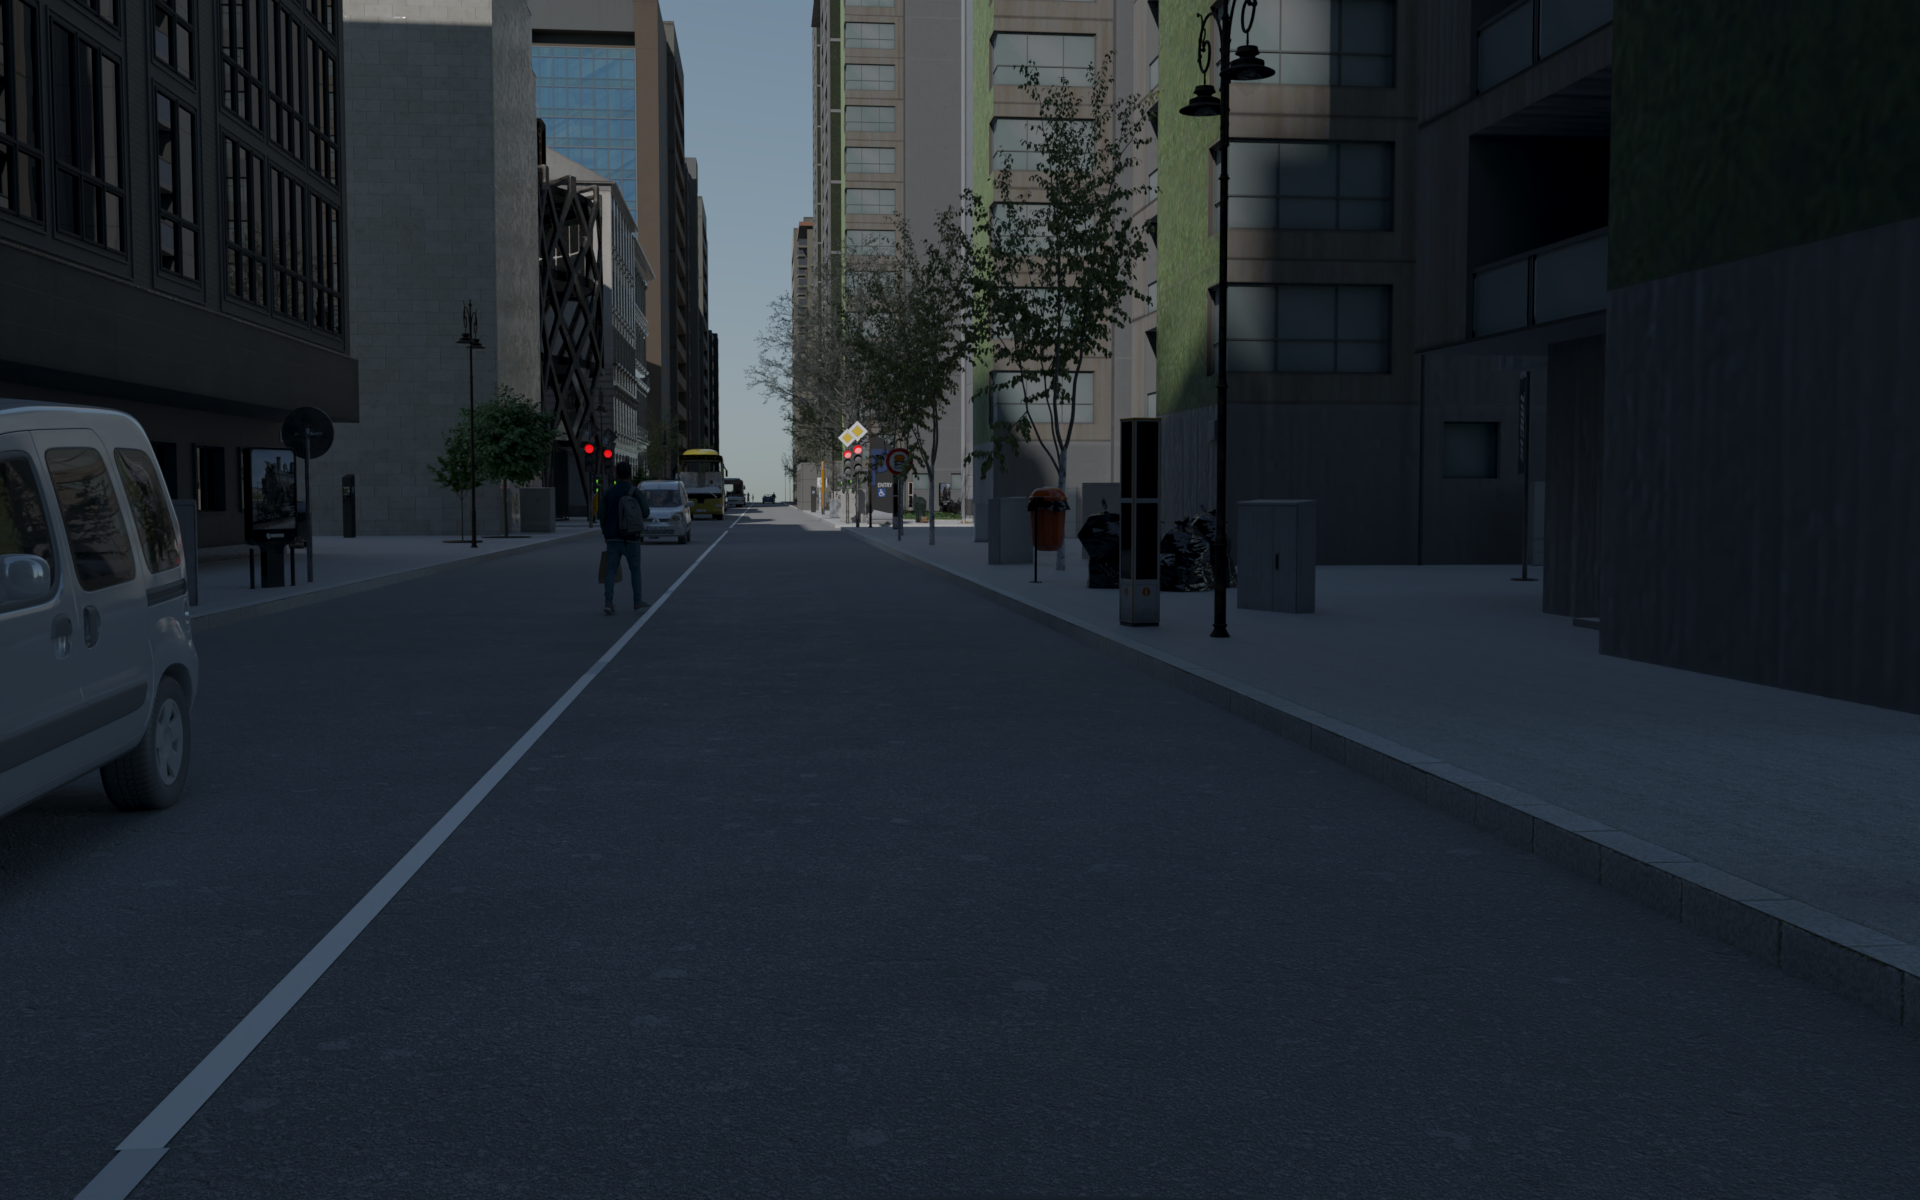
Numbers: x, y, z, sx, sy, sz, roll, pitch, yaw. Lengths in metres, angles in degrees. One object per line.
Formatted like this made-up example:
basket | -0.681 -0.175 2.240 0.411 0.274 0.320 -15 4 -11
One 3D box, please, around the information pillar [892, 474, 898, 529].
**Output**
information pillar | -2.284 -3.574 62.922 0.304 2.012 0.304 0 4 8

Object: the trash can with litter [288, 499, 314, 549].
trash can with litter | -15.672 -1.818 41.117 0.624 1.170 1.055 -1 4 -20

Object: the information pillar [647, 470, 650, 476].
information pillar | -26.093 -9.383 144.774 0.504 3.616 0.183 3 5 42

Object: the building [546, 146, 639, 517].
building | -24.862 -15.613 104.428 9.793 20.994 18.267 0 4 -6

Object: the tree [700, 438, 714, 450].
tree | -33.802 -16.761 224.401 4.737 8.622 4.395 0 3 0

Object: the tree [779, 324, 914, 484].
tree | -6.094 -9.665 92.430 7.601 10.594 8.767 -2 4 -25

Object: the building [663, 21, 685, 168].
building | -38.272 -33.464 170.834 21.300 48.544 21.600 0 4 -6

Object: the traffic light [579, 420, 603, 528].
traffic light | -13.954 -4.681 65.452 0.839 4.253 0.868 0 4 -6

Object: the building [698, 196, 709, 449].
building | -49.667 -39.218 264.909 21.300 48.544 21.600 0 4 -6

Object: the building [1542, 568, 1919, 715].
building | 11.905 -20.276 15.111 14.154 41.232 14.086 0 4 -6

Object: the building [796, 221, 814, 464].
building | -14.486 -37.791 272.500 22.147 44.769 28.867 0 4 -6

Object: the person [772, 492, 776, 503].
person | -28.427 -15.641 264.776 0.990 1.755 0.434 3 4 36

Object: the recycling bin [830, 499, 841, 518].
recycling bin | -6.536 -4.919 92.980 0.722 1.027 0.722 -2 4 -27

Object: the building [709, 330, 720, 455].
building | -48.749 -32.220 298.504 14.160 30.474 14.107 0 4 -6

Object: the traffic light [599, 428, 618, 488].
traffic light | -14.860 -5.166 73.386 0.839 4.253 0.868 0 4 -6

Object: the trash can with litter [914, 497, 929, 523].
trash can with litter | -1.625 -4.001 76.806 0.624 1.170 1.055 -1 4 -23

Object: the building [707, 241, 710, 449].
building | -48.273 -38.735 283.425 14.600 45.320 14.200 0 4 -6

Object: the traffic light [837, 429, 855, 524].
traffic light | -4.865 -5.237 74.538 0.839 4.253 0.868 0 4 -6

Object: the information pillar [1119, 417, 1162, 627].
information pillar | 1.747 -0.753 16.808 0.304 2.012 0.304 -1 4 -21

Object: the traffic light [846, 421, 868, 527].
traffic light | -3.959 -4.751 66.605 0.839 4.253 0.868 0 4 -6

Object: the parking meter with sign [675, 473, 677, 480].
parking meter with sign | -23.463 -9.052 144.258 0.543 3.016 1.738 -1 4 -11

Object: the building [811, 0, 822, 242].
building | 0.341 -35.472 169.213 28.713 52.752 27.495 0 4 -6

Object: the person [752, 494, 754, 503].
person | -34.269 -16.799 286.429 0.557 1.426 1.065 -2 4 -28

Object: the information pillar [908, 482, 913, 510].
information pillar | -3.048 -6.268 106.980 0.304 2.012 0.304 0 4 -5

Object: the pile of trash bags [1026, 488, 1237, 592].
pile of trash bags | 2.278 -0.887 24.250 3.447 1.369 1.912 3 5 43

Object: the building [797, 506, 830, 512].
building | -2.774 -42.842 138.712 20.563 71.187 20.611 0 4 -6

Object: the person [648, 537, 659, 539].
person | -9.817 -2.615 55.541 0.394 1.301 0.425 0 4 7

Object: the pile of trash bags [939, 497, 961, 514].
pile of trash bags | 0.277 -5.765 104.006 3.447 1.369 1.912 3 5 39

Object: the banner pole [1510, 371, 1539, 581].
banner pole | 8.405 -2.189 25.813 0.401 3.779 0.863 0 4 7

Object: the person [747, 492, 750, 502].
person | -36.702 -17.811 300.373 0.621 1.740 0.551 2 4 27

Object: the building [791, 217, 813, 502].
building | -17.992 -41.225 297.724 21.300 48.544 21.600 0 4 -6

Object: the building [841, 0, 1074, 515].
building | -0.887 -26.348 114.377 14.154 41.232 14.086 0 4 -6

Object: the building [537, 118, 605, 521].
building | -25.403 -13.073 81.195 16.820 18.784 16.811 0 4 -6

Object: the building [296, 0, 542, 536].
building | -23.191 -12.387 57.272 16.860 20.320 10.420 0 4 -6

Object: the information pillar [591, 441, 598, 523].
information pillar | -16.103 -5.191 76.221 0.183 3.616 0.504 -3 4 -38

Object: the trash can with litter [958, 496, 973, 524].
trash can with litter | 0.877 -3.952 75.676 2.233 1.210 1.678 -1 4 -12

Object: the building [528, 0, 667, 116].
building | -33.178 -30.790 153.529 14.600 45.320 14.200 0 4 -6

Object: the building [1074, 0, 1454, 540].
building | 7.204 -22.958 58.950 14.154 41.232 14.086 0 4 -6

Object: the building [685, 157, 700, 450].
building | -38.004 -31.812 203.717 14.154 41.232 14.086 0 4 -6

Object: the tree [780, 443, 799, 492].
tree | -22.114 -17.358 234.172 4.737 8.622 4.395 0 3 0

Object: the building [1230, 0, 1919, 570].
building | 10.831 -21.626 37.175 14.154 41.232 14.086 0 4 -6

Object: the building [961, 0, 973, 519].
building | 15.046 -33.223 85.196 28.212 58.520 21.231 0 4 -6

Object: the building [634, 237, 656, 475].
building | -28.228 -17.604 123.975 11.583 22.565 21.152 0 4 -6

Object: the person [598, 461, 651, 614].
person | -4.060 -0.746 20.687 0.794 1.824 0.713 1 4 22

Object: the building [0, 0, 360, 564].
building | -18.568 -14.122 24.405 14.314 27.812 24.014 0 4 -6

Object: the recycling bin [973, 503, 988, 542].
recycling bin | 0.725 -2.072 46.435 0.722 1.027 0.722 0 4 -2
